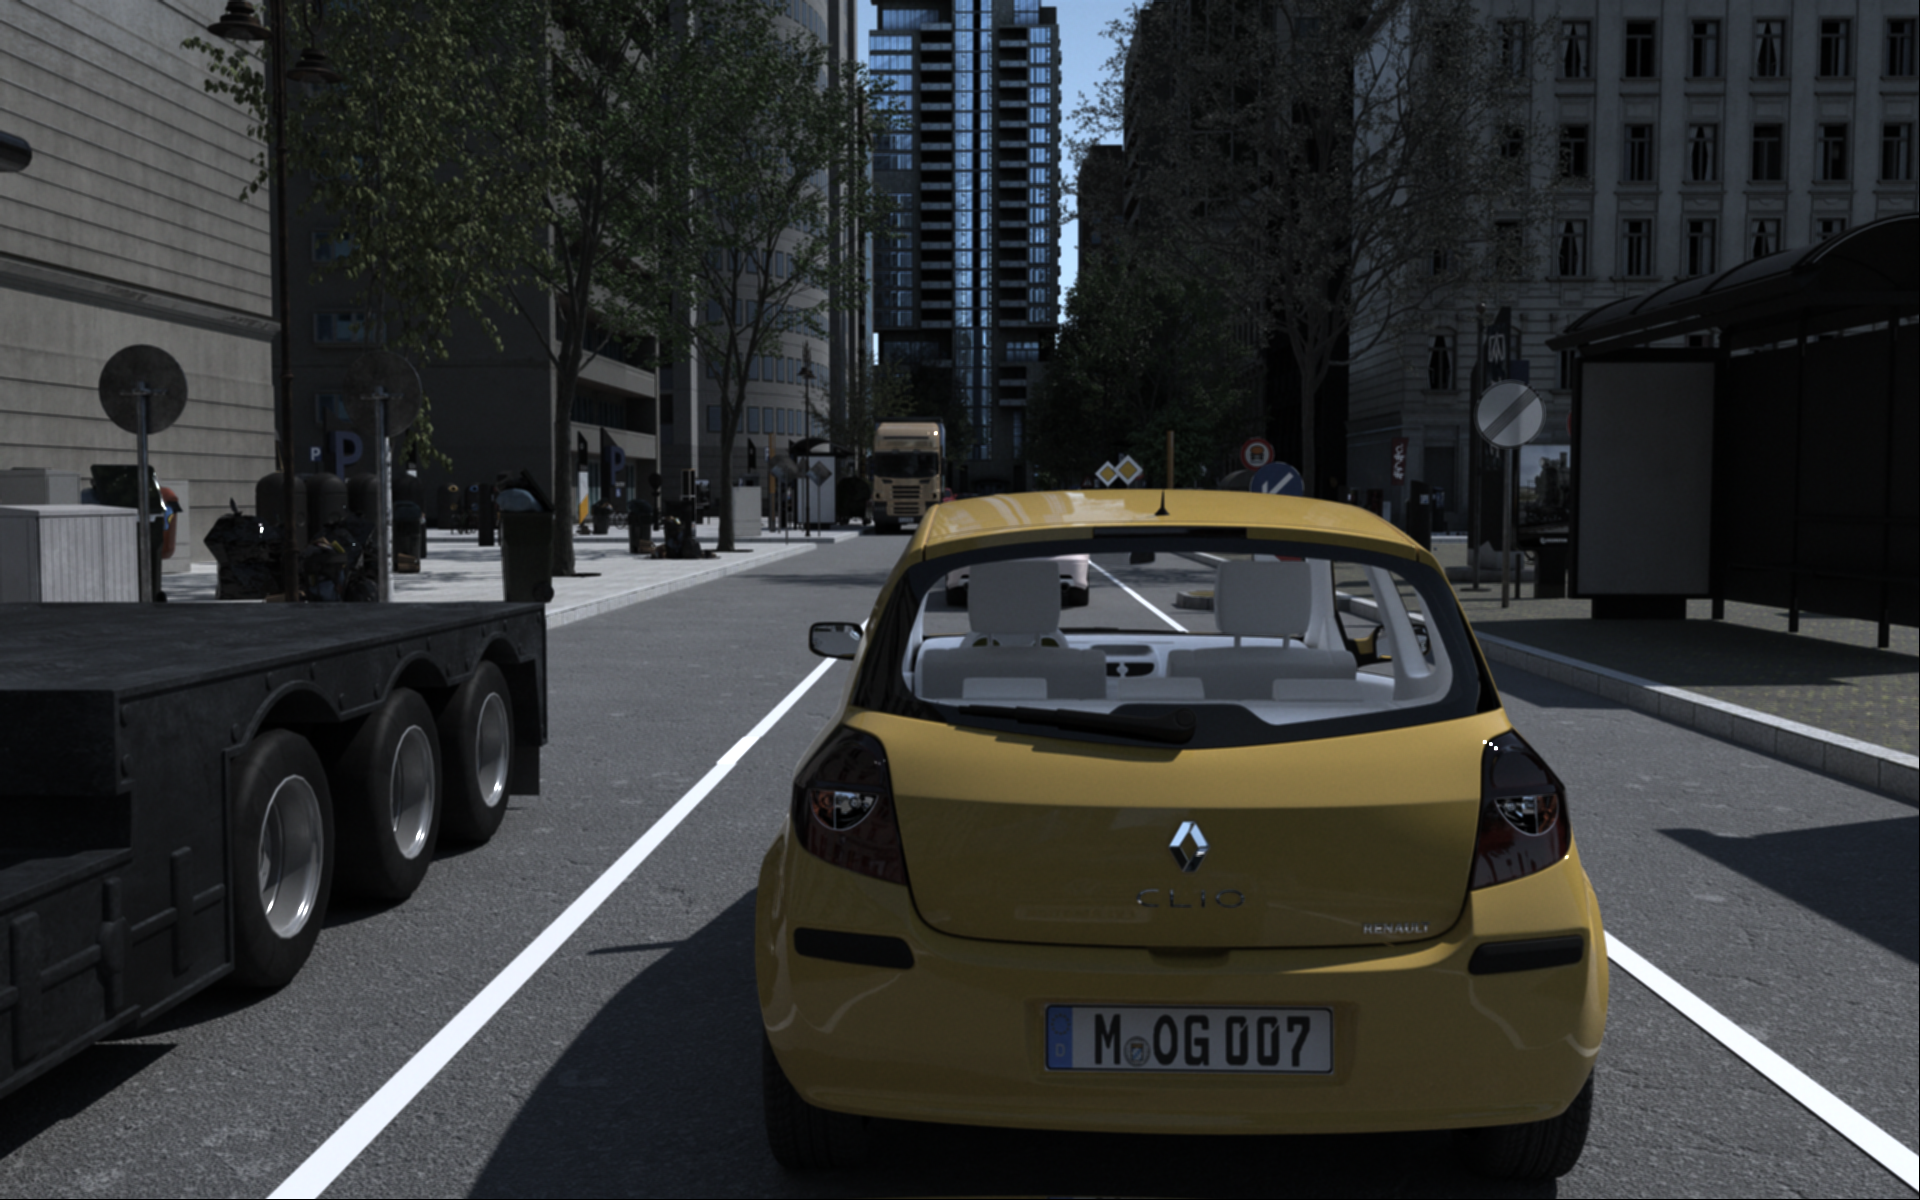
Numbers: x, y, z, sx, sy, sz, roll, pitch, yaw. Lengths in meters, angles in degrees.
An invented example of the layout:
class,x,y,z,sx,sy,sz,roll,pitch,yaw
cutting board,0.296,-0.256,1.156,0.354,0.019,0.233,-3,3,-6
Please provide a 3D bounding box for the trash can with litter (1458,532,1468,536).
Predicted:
class,x,y,z,sx,sy,sz,roll,pitch,yaw
trash can with litter,15.860,-2.617,53.843,2.233,1.210,1.678,1,4,14

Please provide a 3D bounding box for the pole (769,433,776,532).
class,x,y,z,sx,sy,sz,roll,pitch,yaw
pole,-6.307,-3.936,58.201,0.158,3.312,0.155,0,3,0

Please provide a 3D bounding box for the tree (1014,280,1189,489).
class,x,y,z,sx,sy,sz,roll,pitch,yaw
tree,7.559,-10.590,90.149,9.611,12.733,9.660,0,3,0

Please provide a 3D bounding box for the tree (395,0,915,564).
class,x,y,z,sx,sy,sz,roll,pitch,yaw
tree,-5.022,-6.874,38.145,9.928,11.665,9.643,0,3,0

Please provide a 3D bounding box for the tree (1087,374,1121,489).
class,x,y,z,sx,sy,sz,roll,pitch,yaw
tree,8.521,-9.102,99.177,4.737,8.622,4.395,0,3,0

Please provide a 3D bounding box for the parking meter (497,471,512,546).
class,x,y,z,sx,sy,sz,roll,pitch,yaw
parking meter,-11.245,-2.270,42.831,0.255,1.863,0.399,1,4,10

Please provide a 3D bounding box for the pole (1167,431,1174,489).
class,x,y,z,sx,sy,sz,roll,pitch,yaw
pole,6.784,-3.794,55.875,0.158,3.312,0.155,0,3,0

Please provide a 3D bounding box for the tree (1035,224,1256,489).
class,x,y,z,sx,sy,sz,roll,pitch,yaw
tree,7.538,-8.639,67.010,9.928,11.665,9.643,0,3,0

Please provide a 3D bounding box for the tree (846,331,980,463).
class,x,y,z,sx,sy,sz,roll,pitch,yaw
tree,-3.576,-13.486,130.862,12.009,13.543,11.850,0,3,0

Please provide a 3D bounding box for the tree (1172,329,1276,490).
class,x,y,z,sx,sy,sz,roll,pitch,yaw
tree,11.816,-7.799,77.882,4.737,8.622,4.395,0,3,0

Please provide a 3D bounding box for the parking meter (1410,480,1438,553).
class,x,y,z,sx,sy,sz,roll,pitch,yaw
parking meter,8.294,-1.393,31.184,0.372,1.533,0.369,0,3,0

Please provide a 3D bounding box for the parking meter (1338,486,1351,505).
class,x,y,z,sx,sy,sz,roll,pitch,yaw
parking meter,11.488,-2.654,51.808,0.372,1.533,0.369,0,3,0

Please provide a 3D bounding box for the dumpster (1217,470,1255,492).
class,x,y,z,sx,sy,sz,roll,pitch,yaw
dumpster,6.925,-2.193,41.619,1.264,1.857,1.865,0,4,1

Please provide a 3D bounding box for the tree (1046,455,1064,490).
class,x,y,z,sx,sy,sz,roll,pitch,yaw
tree,10.650,-15.043,196.316,4.360,8.622,3.978,0,3,0

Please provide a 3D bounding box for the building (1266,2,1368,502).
class,x,y,z,sx,sy,sz,roll,pitch,yaw
building,21.671,-15.339,80.478,12.332,23.373,15.834,0,4,1

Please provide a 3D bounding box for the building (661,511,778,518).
class,x,y,z,sx,sy,sz,roll,pitch,yaw
building,-18.829,-34.555,106.979,21.231,58.520,28.212,0,4,1

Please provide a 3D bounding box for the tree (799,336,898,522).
class,x,y,z,sx,sy,sz,roll,pitch,yaw
tree,-5.054,-7.952,80.375,4.360,8.622,3.978,0,3,0

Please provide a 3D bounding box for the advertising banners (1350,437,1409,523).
class,x,y,z,sx,sy,sz,roll,pitch,yaw
advertising banners,12.870,-3.525,53.818,2.074,3.025,0.090,1,4,22

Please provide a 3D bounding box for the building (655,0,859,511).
class,x,y,z,sx,sy,sz,roll,pitch,yaw
building,-21.372,-38.154,165.809,21.231,58.520,28.212,0,4,1

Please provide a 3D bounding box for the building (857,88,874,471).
class,x,y,z,sx,sy,sz,roll,pitch,yaw
building,-16.966,-32.860,187.378,14.200,45.320,14.600,0,4,1

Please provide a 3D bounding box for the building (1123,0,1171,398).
class,x,y,z,sx,sy,sz,roll,pitch,yaw
building,27.215,-33.286,167.924,21.300,48.544,21.600,0,4,1

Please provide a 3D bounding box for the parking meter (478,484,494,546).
class,x,y,z,sx,sy,sz,roll,pitch,yaw
parking meter,-11.689,-2.097,42.704,0.372,1.533,0.369,0,3,0

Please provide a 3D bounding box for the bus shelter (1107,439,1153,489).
class,x,y,z,sx,sy,sz,roll,pitch,yaw
bus shelter,7.613,-5.251,77.137,1.731,3.624,6.357,0,4,1

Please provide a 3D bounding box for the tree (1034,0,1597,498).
class,x,y,z,sx,sy,sz,roll,pitch,yaw
tree,6.595,-7.459,32.332,12.009,13.543,11.850,0,3,0

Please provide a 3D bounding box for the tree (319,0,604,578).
class,x,y,z,sx,sy,sz,roll,pitch,yaw
tree,-6.034,-6.172,26.666,9.928,11.665,9.643,0,3,0

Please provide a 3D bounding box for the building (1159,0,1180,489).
class,x,y,z,sx,sy,sz,roll,pitch,yaw
building,26.720,-43.265,145.636,20.563,71.187,20.611,0,4,1

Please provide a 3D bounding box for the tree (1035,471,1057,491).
class,x,y,z,sx,sy,sz,roll,pitch,yaw
tree,10.255,-13.348,201.951,4.285,4.588,4.351,0,3,0

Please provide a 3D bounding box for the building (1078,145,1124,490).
class,x,y,z,sx,sy,sz,roll,pitch,yaw
building,22.655,-35.170,225.141,14.200,45.320,14.600,0,4,1

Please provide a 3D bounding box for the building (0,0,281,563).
class,x,y,z,sx,sy,sz,roll,pitch,yaw
building,-35.714,-15.358,27.521,44.131,29.872,17.030,0,4,1

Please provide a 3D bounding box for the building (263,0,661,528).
class,x,y,z,sx,sy,sz,roll,pitch,yaw
building,-25.787,-27.577,74.581,21.300,48.544,21.600,0,4,1

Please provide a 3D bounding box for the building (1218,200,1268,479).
class,x,y,z,sx,sy,sz,roll,pitch,yaw
building,20.753,-14.283,98.159,10.561,19.102,19.286,0,4,1

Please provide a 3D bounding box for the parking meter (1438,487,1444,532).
class,x,y,z,sx,sy,sz,roll,pitch,yaw
parking meter,16.000,-3.031,57.960,0.372,1.533,0.369,0,3,0

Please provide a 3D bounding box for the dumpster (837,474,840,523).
class,x,y,z,sx,sy,sz,roll,pitch,yaw
dumpster,-5.841,-4.523,76.445,1.502,2.255,1.985,0,4,1

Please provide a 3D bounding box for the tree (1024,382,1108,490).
class,x,y,z,sx,sy,sz,roll,pitch,yaw
tree,8.969,-13.843,144.462,7.486,12.596,7.792,0,3,0

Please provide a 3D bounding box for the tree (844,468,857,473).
class,x,y,z,sx,sy,sz,roll,pitch,yaw
tree,-6.877,-7.207,112.433,1.663,3.219,1.824,0,3,0

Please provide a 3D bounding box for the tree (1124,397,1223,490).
class,x,y,z,sx,sy,sz,roll,pitch,yaw
tree,7.307,-4.571,58.448,4.285,4.588,4.351,0,3,0

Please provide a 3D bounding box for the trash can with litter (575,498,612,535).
class,x,y,z,sx,sy,sz,roll,pitch,yaw
trash can with litter,-11.536,-2.641,54.562,1.055,1.170,0.624,-2,4,-32

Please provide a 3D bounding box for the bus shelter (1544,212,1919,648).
class,x,y,z,sx,sy,sz,roll,pitch,yaw
bus shelter,6.999,-1.302,15.207,2.014,3.302,5.546,0,4,1

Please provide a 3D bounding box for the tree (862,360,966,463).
class,x,y,z,sx,sy,sz,roll,pitch,yaw
tree,-3.125,-11.325,119.583,7.601,10.594,8.767,-1,4,-18

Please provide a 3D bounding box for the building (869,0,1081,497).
class,x,y,z,sx,sy,sz,roll,pitch,yaw
building,0.148,-56.007,228.390,31.000,86.520,22.319,0,4,1

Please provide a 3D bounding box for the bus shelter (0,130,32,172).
class,x,y,z,sx,sy,sz,roll,pitch,yaw
bus shelter,-6.583,-1.721,5.766,2.179,5.291,8.768,0,4,1

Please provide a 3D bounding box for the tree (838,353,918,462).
class,x,y,z,sx,sy,sz,roll,pitch,yaw
tree,-4.117,-8.522,89.698,4.737,8.622,4.395,0,3,0

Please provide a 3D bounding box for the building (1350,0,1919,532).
class,x,y,z,sx,sy,sz,roll,pitch,yaw
building,24.008,-13.074,62.917,18.267,20.994,9.793,0,4,1

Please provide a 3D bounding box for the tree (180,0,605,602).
class,x,y,z,sx,sy,sz,roll,pitch,yaw
tree,-6.194,-4.212,19.230,4.737,8.622,4.395,0,3,0

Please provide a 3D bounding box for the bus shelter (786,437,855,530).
class,x,y,z,sx,sy,sz,roll,pitch,yaw
bus shelter,-5.124,-4.304,64.289,2.014,3.302,5.546,0,4,1

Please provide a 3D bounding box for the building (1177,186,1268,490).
class,x,y,z,sx,sy,sz,roll,pitch,yaw
building,20.223,-16.411,117.479,9.793,20.994,18.267,0,4,1
